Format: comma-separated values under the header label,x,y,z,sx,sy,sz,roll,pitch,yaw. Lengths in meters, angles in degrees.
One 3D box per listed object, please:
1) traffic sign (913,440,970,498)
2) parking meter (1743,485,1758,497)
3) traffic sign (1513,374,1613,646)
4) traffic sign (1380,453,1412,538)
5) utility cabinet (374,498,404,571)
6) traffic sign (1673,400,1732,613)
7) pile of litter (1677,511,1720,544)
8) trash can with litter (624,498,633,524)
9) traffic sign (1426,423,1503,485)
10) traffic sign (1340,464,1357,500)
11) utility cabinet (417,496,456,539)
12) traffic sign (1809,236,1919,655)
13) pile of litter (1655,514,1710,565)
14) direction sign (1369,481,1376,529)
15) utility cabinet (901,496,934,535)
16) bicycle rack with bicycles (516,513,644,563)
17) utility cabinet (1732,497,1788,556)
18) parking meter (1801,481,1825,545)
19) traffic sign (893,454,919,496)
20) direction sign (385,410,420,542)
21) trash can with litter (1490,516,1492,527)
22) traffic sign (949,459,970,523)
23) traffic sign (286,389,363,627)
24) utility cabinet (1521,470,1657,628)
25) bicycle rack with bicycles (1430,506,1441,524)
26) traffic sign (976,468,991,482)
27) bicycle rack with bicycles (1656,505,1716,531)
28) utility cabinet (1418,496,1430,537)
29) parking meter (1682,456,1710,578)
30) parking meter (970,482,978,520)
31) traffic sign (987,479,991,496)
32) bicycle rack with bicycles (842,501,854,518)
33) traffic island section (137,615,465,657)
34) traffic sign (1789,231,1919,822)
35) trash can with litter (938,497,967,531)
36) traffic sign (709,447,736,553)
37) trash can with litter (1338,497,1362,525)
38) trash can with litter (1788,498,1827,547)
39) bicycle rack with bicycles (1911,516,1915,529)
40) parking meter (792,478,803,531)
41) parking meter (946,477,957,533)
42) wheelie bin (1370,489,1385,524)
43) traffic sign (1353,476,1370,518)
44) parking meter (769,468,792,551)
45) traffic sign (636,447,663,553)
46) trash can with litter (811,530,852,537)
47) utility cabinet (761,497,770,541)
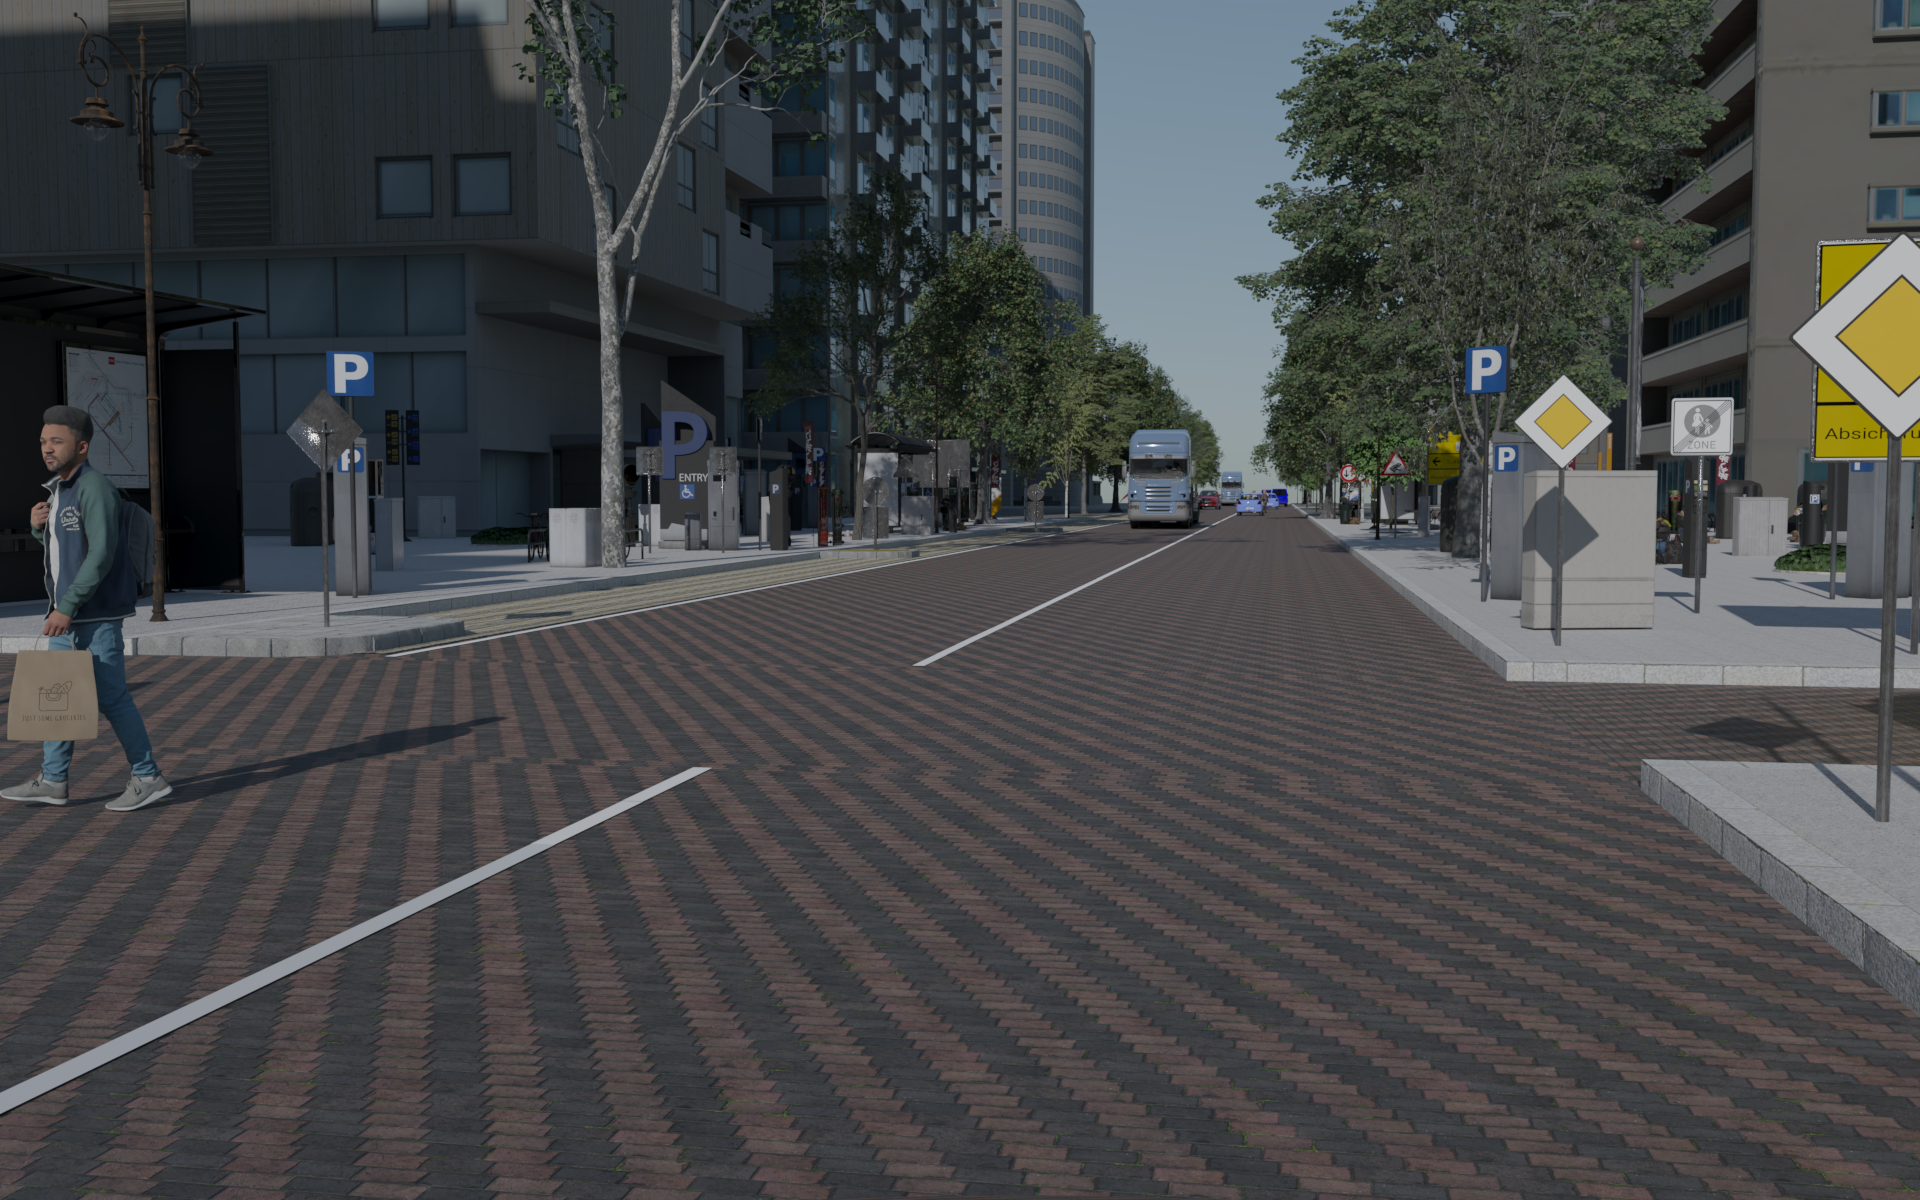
label,x,y,z,sx,sy,sz,roll,pitch,yaw
traffic sign,-0.719,-4.373,65.376,2.265,3.308,0.079,1,4,18
parking meter,21.863,-2.418,47.943,0.372,1.533,0.369,0,3,0
traffic sign,5.054,-0.669,14.580,0.795,2.450,0.064,1,4,10
traffic sign,12.625,-3.068,50.166,0.884,2.594,0.081,1,4,20
utility cabinet,-9.643,-1.106,29.247,0.306,1.237,1.020,0,4,-8
traffic sign,7.921,-1.004,18.547,0.606,2.300,0.079,1,4,17
pile of litter,19.136,-1.914,45.266,1.176,0.858,1.719,0,4,1
trash can with litter,-10.111,-2.393,50.519,1.055,1.170,0.624,-3,5,-44
traffic sign,14.608,-3.426,49.890,2.265,3.308,0.079,1,4,13
traffic sign,16.692,-4.541,74.344,0.768,2.556,0.104,1,4,13
utility cabinet,-15.014,-2.358,49.714,1.020,1.237,0.306,-2,4,-24
traffic sign,7.939,-1.210,13.651,2.265,3.308,0.079,1,4,18
pile of litter,12.581,-1.091,31.797,1.719,0.858,1.176,-1,4,-16
direction sign,15.324,-4.401,63.949,0.379,3.537,0.876,0,4,7
utility cabinet,-1.334,-2.652,54.518,1.020,1.237,0.306,1,4,22
bicycle rack with bicycles,-7.277,-1.200,32.999,2.852,0.926,2.925,0,4,2
utility cabinet,16.559,-1.509,35.842,1.020,1.237,0.306,0,4,-1
parking meter,16.106,-1.486,32.706,0.372,1.533,0.369,0,3,0
traffic sign,-1.747,-3.415,55.838,0.884,2.594,0.081,1,4,13
direction sign,-15.015,-3.347,46.717,0.876,3.537,0.379,-1,4,-10
trash can with litter,7.758,-0.809,24.615,0.624,1.170,1.055,0,4,7
traffic sign,-0.028,-3.795,62.149,0.768,2.556,0.104,1,4,11
traffic sign,-6.101,-0.795,16.640,0.795,2.450,0.064,1,4,10
utility cabinet,5.959,-0.474,16.432,1.173,1.500,0.318,0,4,-5
bicycle rack with bicycles,21.393,-3.740,74.530,2.925,0.926,2.852,1,4,23
traffic sign,1.091,-4.911,80.407,0.768,2.556,0.104,1,4,16
bicycle rack with bicycles,24.410,-2.788,58.959,2.852,0.926,2.925,-2,4,-28
utility cabinet,14.050,-2.526,52.462,0.306,1.237,1.020,1,4,19
parking meter,11.250,-1.270,26.481,0.255,1.863,0.399,0,4,3
parking meter,0.682,-4.876,85.441,0.255,1.863,0.399,-2,4,-27
traffic sign,1.377,-5.368,87.865,0.768,2.556,0.104,1,4,13
bicycle rack with bicycles,-5.168,-4.752,91.070,2.925,0.926,2.852,-3,5,-42
traffic island section,-6.126,0.341,16.706,2.009,0.180,2.903,1,4,10
traffic sign,3.613,-0.189,6.725,0.795,2.450,0.064,1,4,10
trash can with litter,-0.267,-3.011,60.613,0.624,1.170,1.055,3,5,42
traffic sign,-5.143,-2.167,37.567,0.606,2.300,0.079,1,4,11
trash can with litter,16.493,-3.774,73.093,0.624,1.170,1.055,-3,4,-39
trash can with litter,19.845,-1.785,40.572,0.624,1.170,1.055,1,4,22
bicycle rack with bicycles,29.040,-2.379,52.271,2.852,0.926,2.925,-2,4,-24
parking meter,-5.715,-3.349,60.465,0.399,1.863,0.255,-2,4,-28
parking meter,-0.225,-3.161,57.395,0.255,1.863,0.399,0,4,3
wheelie bin,18.328,-4.135,75.521,0.980,1.594,0.693,3,4,38
traffic sign,17.282,-4.588,75.016,0.884,2.594,0.081,1,4,17
parking meter,-4.114,-2.053,39.275,0.399,1.863,0.255,2,4,31
traffic sign,-6.699,-2.156,37.376,0.606,2.300,0.079,1,4,12
trash can with litter,-3.706,-2.549,52.733,1.678,1.210,2.233,-1,4,-9
utility cabinet,-5.238,-2.217,47.406,0.306,1.237,1.020,0,4,2
